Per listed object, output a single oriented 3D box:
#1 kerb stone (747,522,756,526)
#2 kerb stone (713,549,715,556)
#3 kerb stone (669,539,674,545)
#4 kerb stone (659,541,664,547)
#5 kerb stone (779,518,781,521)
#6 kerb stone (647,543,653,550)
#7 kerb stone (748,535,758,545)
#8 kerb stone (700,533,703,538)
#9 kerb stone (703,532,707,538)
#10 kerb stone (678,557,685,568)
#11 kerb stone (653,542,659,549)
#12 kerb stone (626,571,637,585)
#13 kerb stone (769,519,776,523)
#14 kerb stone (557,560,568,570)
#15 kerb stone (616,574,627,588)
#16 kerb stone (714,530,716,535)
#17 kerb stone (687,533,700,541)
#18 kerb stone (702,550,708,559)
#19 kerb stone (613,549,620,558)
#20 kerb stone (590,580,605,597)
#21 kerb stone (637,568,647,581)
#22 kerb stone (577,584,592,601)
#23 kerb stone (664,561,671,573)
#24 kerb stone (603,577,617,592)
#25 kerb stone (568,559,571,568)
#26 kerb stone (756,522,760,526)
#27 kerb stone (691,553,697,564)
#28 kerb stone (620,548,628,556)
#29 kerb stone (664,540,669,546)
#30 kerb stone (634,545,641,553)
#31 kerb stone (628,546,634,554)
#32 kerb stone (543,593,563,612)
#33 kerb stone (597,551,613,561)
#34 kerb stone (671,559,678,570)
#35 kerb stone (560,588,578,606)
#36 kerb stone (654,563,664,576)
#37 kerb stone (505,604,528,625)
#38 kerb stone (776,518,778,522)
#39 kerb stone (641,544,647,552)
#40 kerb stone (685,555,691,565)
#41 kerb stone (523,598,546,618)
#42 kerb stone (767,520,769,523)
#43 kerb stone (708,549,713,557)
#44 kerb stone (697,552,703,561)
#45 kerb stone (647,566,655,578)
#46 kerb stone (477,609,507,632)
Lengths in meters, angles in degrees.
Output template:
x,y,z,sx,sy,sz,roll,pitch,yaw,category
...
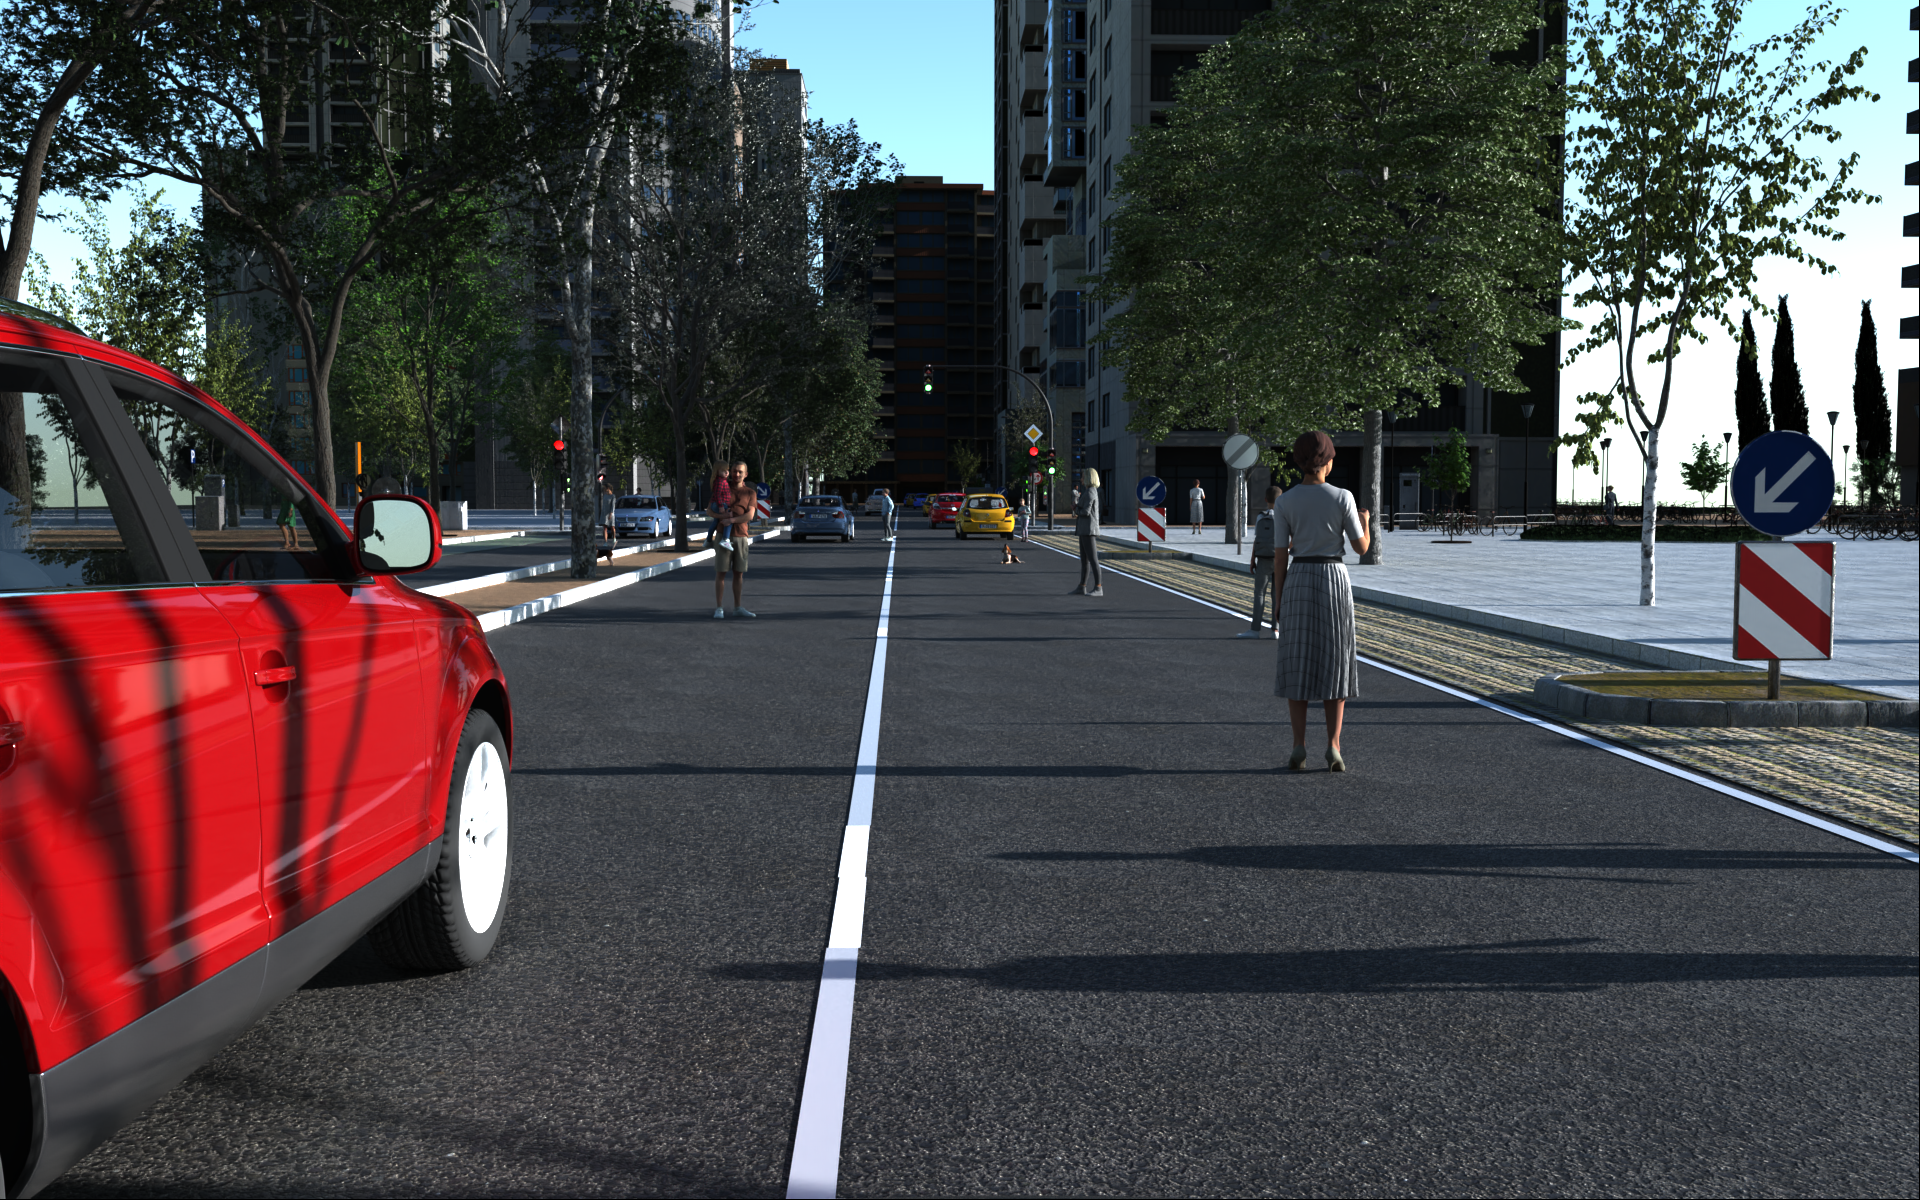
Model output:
x,y,z,sx,sy,sz,roll,pitch,yaw,category
-9.069,-3.240,75.173,0.120,0.150,1.000,0,4,-2,kerb stone
-5.753,-1.082,39.883,0.120,0.150,1.000,0,4,-2,kerb stone
-8.125,-1.581,48.050,0.120,0.150,1.000,0,4,-2,kerb stone
-8.064,-1.453,46.000,0.120,0.150,1.000,0,4,-2,kerb stone
-9.599,-4.180,90.535,0.120,0.150,1.000,0,4,-2,kerb stone
-7.995,-1.331,43.953,0.120,0.150,1.000,0,4,-2,kerb stone
-6.140,-1.770,51.140,0.120,0.150,1.000,0,4,-2,kerb stone
-8.375,-2.019,55.209,0.120,0.150,1.000,0,4,-2,kerb stone
-8.417,-2.082,56.230,0.120,0.150,1.000,0,4,-2,kerb stone
-5.526,-0.704,33.740,0.120,0.150,1.000,0,4,-2,kerb stone
-8.010,-1.390,44.980,0.120,0.150,1.000,0,4,-2,kerb stone
-5.325,-0.330,27.598,0.120,0.150,1.000,0,4,-2,kerb stone
-9.499,-3.992,87.467,0.120,0.150,1.000,0,4,-2,kerb stone
-7.595,-0.636,32.642,0.120,0.150,1.000,0,4,-2,kerb stone
-5.288,-0.266,26.577,0.120,0.150,1.000,0,4,-2,kerb stone
-8.508,-2.269,59.298,0.120,0.150,1.000,0,4,-2,kerb stone
-8.339,-1.957,54.188,0.120,0.150,1.000,0,4,-2,kerb stone
-5.679,-0.956,37.830,0.120,0.150,1.000,0,4,-2,kerb stone
-7.810,-1.016,38.813,0.120,0.150,1.000,0,4,-2,kerb stone
-5.211,-0.140,24.530,0.120,0.150,1.000,0,4,-2,kerb stone
-5.355,-0.392,28.620,0.120,0.150,1.000,0,4,-2,kerb stone
-5.182,-0.080,23.502,0.120,0.150,1.000,0,4,-2,kerb stone
-5.460,-0.581,31.697,0.120,0.150,1.000,0,4,-2,kerb stone
-5.243,-0.205,25.552,0.120,0.150,1.000,0,4,-2,kerb stone
-7.623,-0.702,33.669,0.120,0.150,1.000,0,4,-2,kerb stone
-9.139,-3.365,77.217,0.120,0.150,1.000,0,4,-2,kerb stone
-5.602,-0.831,35.785,0.120,0.150,1.000,0,4,-2,kerb stone
-7.847,-1.079,39.844,0.120,0.150,1.000,0,4,-2,kerb stone
-8.096,-1.519,47.027,0.120,0.150,1.000,0,4,-2,kerb stone
-7.914,-1.205,41.903,0.120,0.150,1.000,0,4,-2,kerb stone
-7.881,-1.139,40.880,0.120,0.150,1.000,0,4,-2,kerb stone
-5.111,0.046,21.445,0.120,0.150,1.000,0,4,-2,kerb stone
-7.768,-0.953,37.777,0.120,0.150,1.000,0,4,-2,kerb stone
-5.494,-0.640,32.719,0.120,0.150,1.000,0,4,-2,kerb stone
-5.142,-0.017,22.476,0.120,0.150,1.000,0,4,-2,kerb stone
-5.424,-0.518,30.670,0.120,0.150,1.000,0,4,-2,kerb stone
-5.030,0.175,19.386,0.120,0.150,1.000,0,4,-2,kerb stone
-9.535,-4.055,88.489,0.120,0.150,1.000,0,4,-2,kerb stone
-7.949,-1.265,42.925,0.120,0.150,1.000,0,4,-2,kerb stone
-5.569,-0.769,34.764,0.120,0.150,1.000,0,4,-2,kerb stone
-5.069,0.111,20.409,0.120,0.150,1.000,0,4,-2,kerb stone
-9.317,-3.673,82.339,0.120,0.150,1.000,0,4,-2,kerb stone
-5.712,-1.019,38.862,0.120,0.150,1.000,0,4,-2,kerb stone
-5.642,-0.893,36.807,0.120,0.150,1.000,0,4,-2,kerb stone
-5.395,-0.455,29.641,0.120,0.150,1.000,0,4,-2,kerb stone
-5.010,0.234,18.364,0.120,0.150,1.000,0,4,-2,kerb stone
